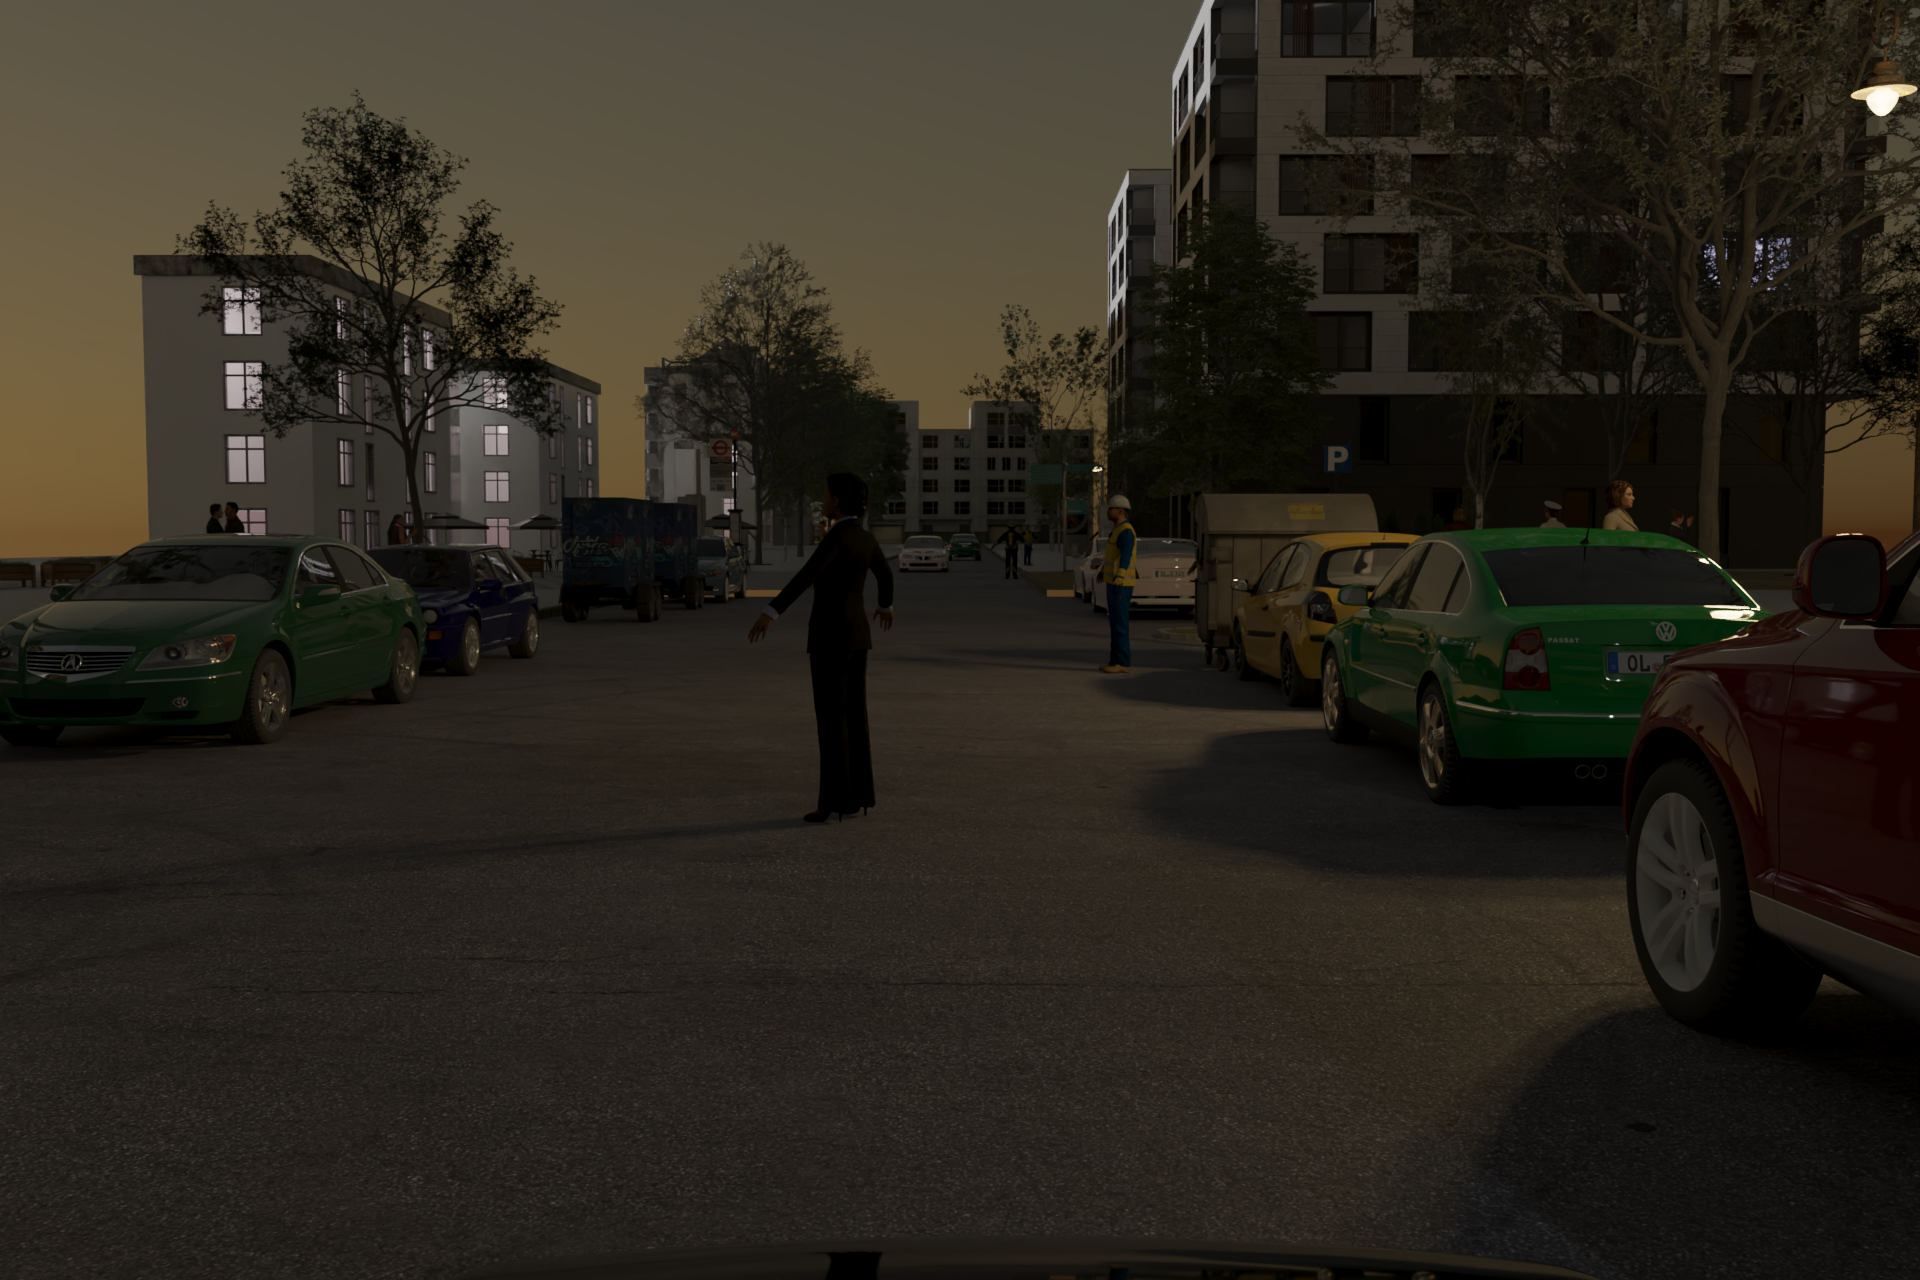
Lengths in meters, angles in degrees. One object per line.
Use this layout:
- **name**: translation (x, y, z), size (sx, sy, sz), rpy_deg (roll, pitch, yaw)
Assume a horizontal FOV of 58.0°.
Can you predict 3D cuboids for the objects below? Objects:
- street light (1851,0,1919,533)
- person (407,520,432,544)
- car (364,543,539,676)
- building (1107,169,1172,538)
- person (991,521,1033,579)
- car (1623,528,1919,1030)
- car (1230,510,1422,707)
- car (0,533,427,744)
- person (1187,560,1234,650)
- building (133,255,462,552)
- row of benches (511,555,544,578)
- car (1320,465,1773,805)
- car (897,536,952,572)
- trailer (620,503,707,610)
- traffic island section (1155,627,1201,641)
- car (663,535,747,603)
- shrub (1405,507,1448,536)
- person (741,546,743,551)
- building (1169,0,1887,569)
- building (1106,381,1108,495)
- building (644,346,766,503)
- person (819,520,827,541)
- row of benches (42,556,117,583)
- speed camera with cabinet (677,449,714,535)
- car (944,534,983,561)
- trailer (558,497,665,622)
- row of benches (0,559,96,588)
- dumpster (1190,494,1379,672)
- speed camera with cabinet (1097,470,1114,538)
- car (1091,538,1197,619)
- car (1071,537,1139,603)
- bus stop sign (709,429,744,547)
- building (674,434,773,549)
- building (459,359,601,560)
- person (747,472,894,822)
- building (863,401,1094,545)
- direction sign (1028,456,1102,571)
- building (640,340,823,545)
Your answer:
- **street light**: translation (7.386, -2.475, 13.246), size (0.468, 5.910, 1.993), rpy_deg (0, 4, 0)
- **person**: translation (-18.355, -3.211, 58.623), size (0.704, 1.817, 1.347), rpy_deg (1, 4, 19)
- **car**: translation (-5.775, -0.374, 18.690), size (1.945, 1.354, 3.894), rpy_deg (0, 3, 0)
- **building**: translation (23.414, -16.483, 113.465), size (27.936, 21.610, 32.646), rpy_deg (0, 4, 0)
- **person**: translation (1.639, -2.862, 55.036), size (1.354, 1.856, 0.705), rpy_deg (0, 4, 8)
- **car**: translation (3.108, 0.321, 3.417), size (2.281, 1.827, 5.304), rpy_deg (0, 4, -1)
- **car**: translation (3.558, -0.341, 15.796), size (2.015, 1.641, 3.980), rpy_deg (0, 4, 0)
- **car**: translation (-5.592, -0.093, 13.315), size (2.131, 1.459, 4.920), rpy_deg (0, 4, 0)
- **person**: translation (3.304, -0.794, 21.585), size (0.704, 1.812, 1.346), rpy_deg (-2, 4, -27)
- **building**: translation (-23.885, -7.591, 66.255), size (9.099, 9.664, 28.070), rpy_deg (0, 4, 0)
- **row of benches**: translation (-13.772, -2.093, 49.682), size (1.422, 0.672, 4.104), rpy_deg (3, 4, 38)
- **car**: translation (3.399, -0.105, 10.505), size (1.959, 1.807, 4.718), rpy_deg (0, 4, 1)
- **car**: translation (-1.364, -3.312, 66.512), size (2.083, 1.381, 4.827), rpy_deg (0, 3, 0)
- **trailer**: translation (-5.694, -1.551, 32.408), size (1.471, 1.999, 3.904), rpy_deg (0, 4, 0)
- **traffic island section**: translation (3.736, -0.073, 24.055), size (1.991, 0.108, 1.994), rpy_deg (0, 4, 1)
- **car**: translation (-5.668, -1.553, 37.393), size (2.014, 1.417, 4.499), rpy_deg (0, 4, 1)
- **shrub**: translation (12.872, -2.652, 47.784), size (1.690, 2.028, 1.600), rpy_deg (0, 3, 0)
- **person**: translation (-6.727, -2.540, 50.802), size (0.599, 1.433, 0.991), rpy_deg (3, 5, 43)
- **building**: translation (23.360, -14.403, 79.467), size (27.936, 21.610, 32.646), rpy_deg (0, 4, 1)
- **building**: translation (24.026, -20.423, 164.843), size (19.493, 23.208, 18.063), rpy_deg (0, 4, 1)
- **building**: translation (-25.712, -19.487, 175.026), size (16.016, 20.090, 11.380), rpy_deg (0, 4, 1)
- **person**: translation (-4.303, -2.999, 55.831), size (0.721, 1.733, 1.217), rpy_deg (1, 4, 10)
- **row of benches**: translation (-24.012, -1.965, 47.593), size (1.422, 0.672, 4.104), rpy_deg (0, 4, -5)
- **speed camera with cabinet**: translation (-6.264, -2.854, 40.999), size (0.660, 3.252, 2.038), rpy_deg (0, 4, 0)
- **car**: translation (0.206, -5.030, 94.034), size (2.131, 1.459, 4.920), rpy_deg (0, 4, -1)
- **trailer**: translation (-5.696, -1.259, 27.636), size (1.471, 1.999, 3.904), rpy_deg (0, 3, 0)
- **row of benches**: translation (-22.668, -1.583, 41.349), size (1.422, 0.672, 4.104), rpy_deg (3, 4, 39)
- **dumpster**: translation (3.439, -0.628, 18.489), size (1.865, 1.857, 1.264), rpy_deg (0, 4, 1)
- **speed camera with cabinet**: translation (4.618, -3.601, 53.206), size (0.660, 3.252, 2.038), rpy_deg (0, 4, -1)
- **car**: translation (3.368, -1.094, 30.248), size (2.083, 1.381, 4.827), rpy_deg (0, 4, -1)
- **car**: translation (3.488, -1.540, 37.538), size (2.083, 1.381, 4.827), rpy_deg (0, 3, 0)
- **bus stop sign**: translation (-5.954, -3.394, 44.190), size (0.855, 3.939, 0.416), rpy_deg (0, 4, 2)
- **building**: translation (-21.601, -13.245, 158.704), size (9.099, 9.664, 28.070), rpy_deg (0, 4, 0)
- **building**: translation (-24.593, -9.464, 96.885), size (9.099, 9.664, 28.070), rpy_deg (0, 3, 0)
- **person**: translation (-0.661, 0.028, 8.728), size (0.721, 1.740, 1.216), rpy_deg (2, 4, 29)
- **building**: translation (1.591, -22.463, 236.185), size (31.486, 18.905, 16.747), rpy_deg (0, 4, -2)
- **direction sign**: translation (3.586, -4.284, 58.802), size (2.525, 3.948, 1.411), rpy_deg (0, 4, 0)
- **building**: translation (-26.029, -22.746, 202.829), size (19.493, 23.208, 18.063), rpy_deg (0, 4, 0)
